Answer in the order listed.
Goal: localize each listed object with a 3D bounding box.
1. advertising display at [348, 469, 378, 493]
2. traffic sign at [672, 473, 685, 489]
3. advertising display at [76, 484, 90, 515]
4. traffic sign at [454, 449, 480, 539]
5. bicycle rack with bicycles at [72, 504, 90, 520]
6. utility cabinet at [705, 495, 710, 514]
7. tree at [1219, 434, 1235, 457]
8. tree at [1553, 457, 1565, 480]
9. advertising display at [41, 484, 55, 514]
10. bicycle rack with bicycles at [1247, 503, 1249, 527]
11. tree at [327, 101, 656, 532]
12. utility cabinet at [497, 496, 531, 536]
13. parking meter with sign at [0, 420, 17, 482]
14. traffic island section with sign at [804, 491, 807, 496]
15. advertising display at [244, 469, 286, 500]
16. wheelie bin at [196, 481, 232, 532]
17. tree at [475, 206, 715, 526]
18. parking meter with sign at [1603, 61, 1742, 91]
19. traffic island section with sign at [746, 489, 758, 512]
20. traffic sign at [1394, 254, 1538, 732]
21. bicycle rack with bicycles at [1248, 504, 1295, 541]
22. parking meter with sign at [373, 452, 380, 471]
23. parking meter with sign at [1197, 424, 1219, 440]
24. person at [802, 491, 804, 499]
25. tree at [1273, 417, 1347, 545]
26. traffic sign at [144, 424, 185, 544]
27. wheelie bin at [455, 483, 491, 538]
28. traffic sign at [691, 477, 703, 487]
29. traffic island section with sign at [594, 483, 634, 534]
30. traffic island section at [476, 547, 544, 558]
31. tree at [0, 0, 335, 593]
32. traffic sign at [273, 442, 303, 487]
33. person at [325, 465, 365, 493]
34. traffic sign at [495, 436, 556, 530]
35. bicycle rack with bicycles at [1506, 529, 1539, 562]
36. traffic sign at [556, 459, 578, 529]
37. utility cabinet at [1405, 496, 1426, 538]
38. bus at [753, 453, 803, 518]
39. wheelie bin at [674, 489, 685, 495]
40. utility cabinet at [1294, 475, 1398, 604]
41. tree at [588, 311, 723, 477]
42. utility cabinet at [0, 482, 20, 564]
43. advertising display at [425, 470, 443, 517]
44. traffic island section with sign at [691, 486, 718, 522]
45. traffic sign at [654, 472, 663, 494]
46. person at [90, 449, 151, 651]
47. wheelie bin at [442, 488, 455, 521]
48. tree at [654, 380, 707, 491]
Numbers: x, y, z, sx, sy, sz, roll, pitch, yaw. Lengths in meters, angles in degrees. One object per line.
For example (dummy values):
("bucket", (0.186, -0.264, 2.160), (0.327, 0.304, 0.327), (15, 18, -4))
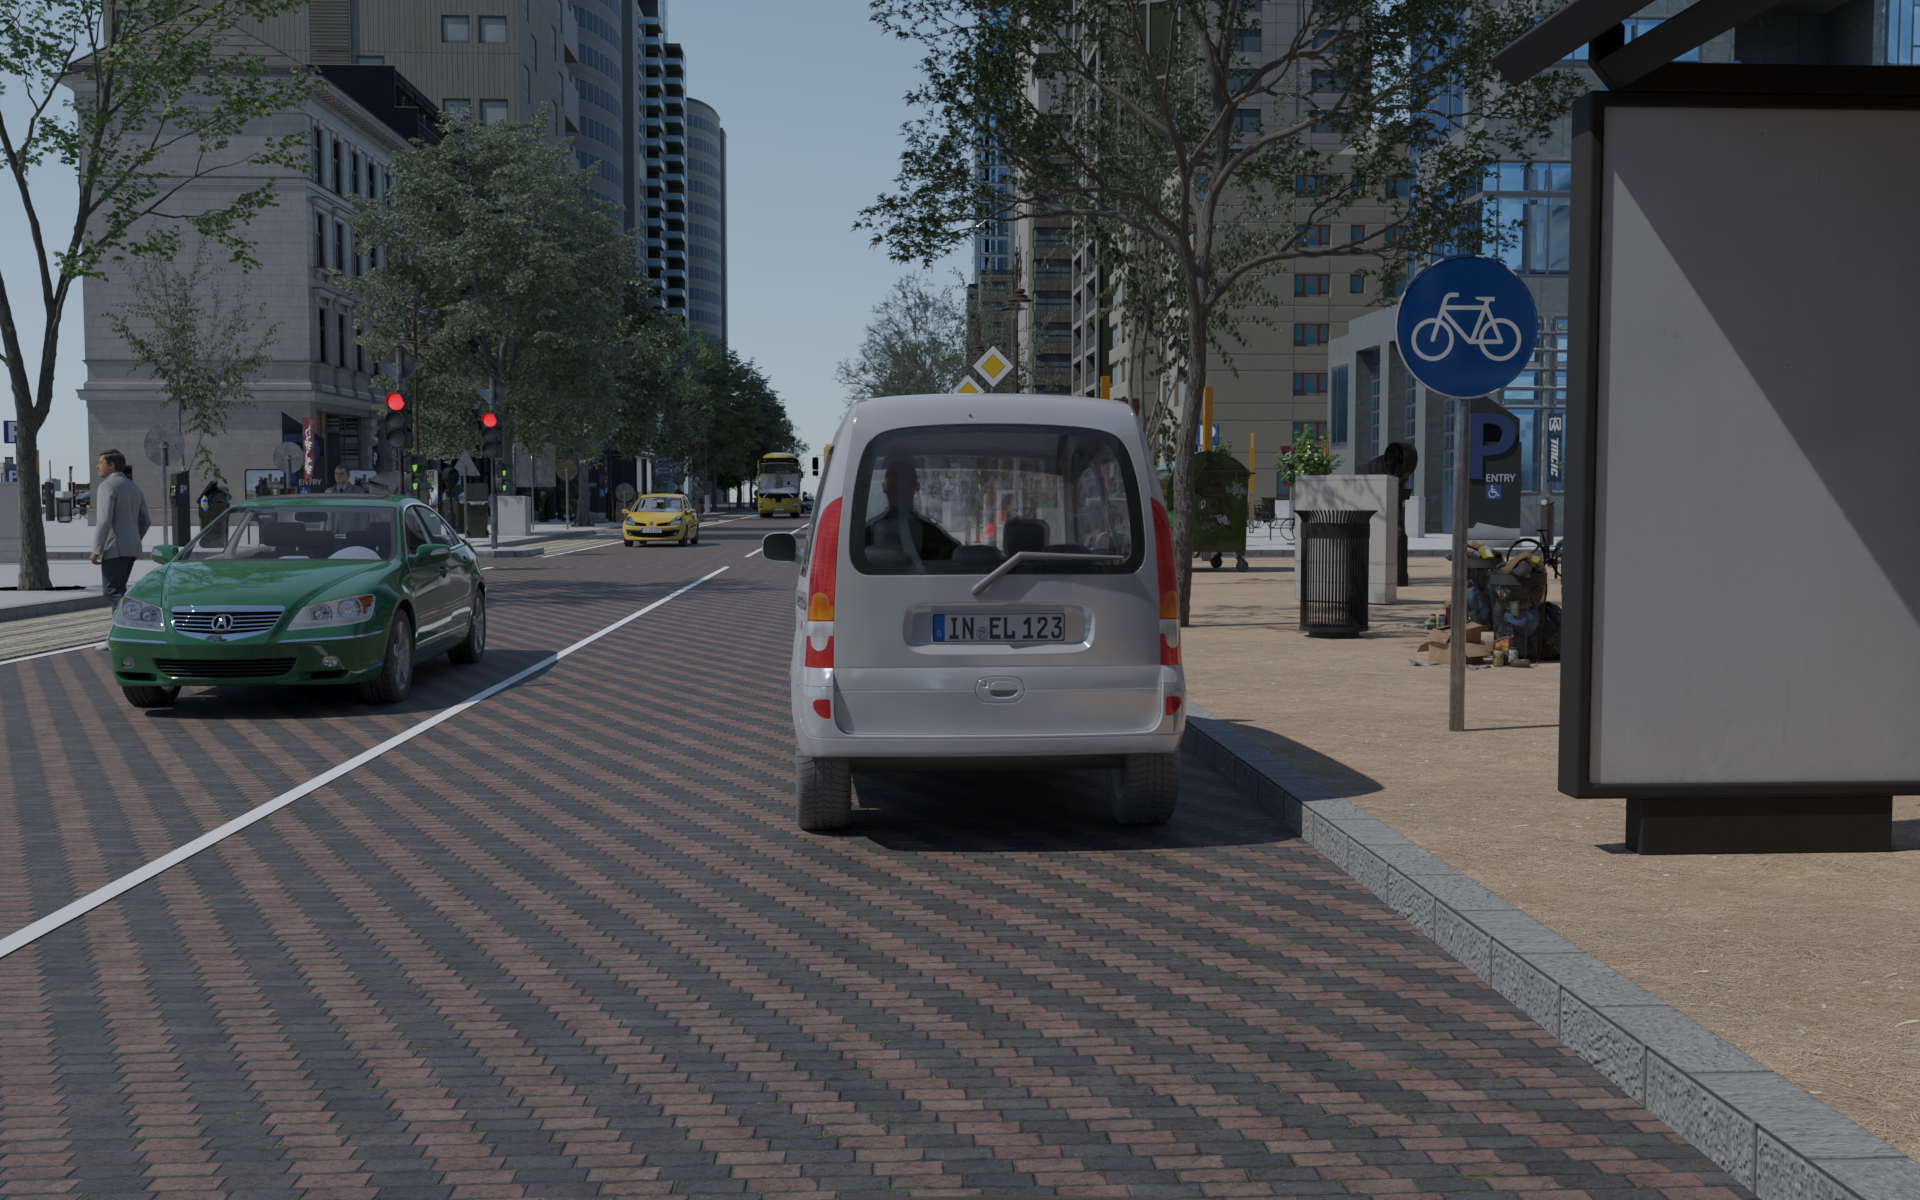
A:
("advertising display", (-15.491, -2.416, 44.715), (0.974, 1.923, 0.123), (-3, 5, -44))
("traffic sign", (-16.628, -6.261, 102.474), (0.768, 2.556, 0.104), (0, 4, -1))
("advertising display", (-54.299, -6.237, 107.194), (0.123, 1.923, 0.974), (3, 5, 41))
("traffic sign", (-14.216, -3.044, 49.768), (0.884, 2.594, 0.081), (0, 4, 4))
("bicycle rack with bicycles", (-43.246, -4.511, 87.140), (2.925, 0.926, 2.852), (-1, 4, -13))
("utility cabinet", (-16.555, -6.258, 113.476), (0.306, 1.237, 1.020), (-1, 4, -10))
("tree", (7.749, -3.471, 51.355), (1.663, 3.219, 1.824), (0, 3, 0))
("tree", (16.578, -3.102, 45.324), (1.663, 3.219, 1.824), (0, 3, 0))
("advertising display", (-57.604, -6.384, 109.585), (0.123, 1.923, 0.974), (2, 4, 32))
("bicycle rack with bicycles", (10.591, -3.151, 64.894), (2.925, 0.926, 2.852), (-1, 4, -22))
("tree", (-14.728, -9.099, 55.421), (9.857, 13.997, 8.962), (0, 3, 0))
("utility cabinet", (-13.671, -2.568, 53.152), (1.020, 1.237, 0.306), (1, 4, 20))
("parking meter with sign", (-22.852, -2.785, 41.794), (0.543, 3.016, 1.738), (-3, 4, -36))
("traffic island section with sign", (-22.261, -14.735, 249.541), (1.989, 1.847, 2.006), (0, 4, -3))
("advertising display", (-17.700, -2.383, 44.168), (0.974, 1.923, 0.123), (-1, 4, -17))
("wheelie bin", (-17.776, -2.044, 41.327), (0.693, 1.594, 0.980), (-1, 4, -10))
("tree", (-15.005, -9.291, 68.913), (9.611, 12.733, 9.660), (0, 3, 0))
("parking meter with sign", (3.386, -0.712, 7.902), (0.543, 3.016, 1.738), (2, 4, 33))
("traffic island section with sign", (-16.311, -8.050, 140.245), (1.989, 1.847, 2.006), (0, 4, -3))
("traffic sign", (2.691, -0.563, 9.305), (0.768, 2.556, 0.104), (0, 4, 0))
("bicycle rack with bicycles", (9.857, -2.062, 47.101), (2.925, 0.926, 2.852), (-1, 4, -16))
("parking meter with sign", (-23.371, -4.628, 71.925), (1.738, 3.016, 0.543), (-2, 4, -35))
("parking meter with sign", (5.814, -2.825, 42.443), (0.543, 3.016, 1.738), (2, 4, 25))
("person", (-21.257, -13.880, 235.417), (0.705, 1.826, 1.348), (1, 4, 10))
("tree", (8.626, -2.995, 43.570), (1.663, 3.219, 1.824), (0, 3, 0))
("traffic sign", (-14.501, -1.924, 31.569), (0.768, 2.556, 0.104), (0, 4, 5))
("wheelie bin", (-14.130, -2.607, 50.537), (0.980, 1.594, 0.693), (-1, 4, -19))
("traffic sign", (-17.236, -6.878, 113.640), (0.795, 2.450, 0.064), (0, 4, 4))
("traffic island section with sign", (-12.081, -3.294, 62.486), (1.989, 1.847, 2.006), (0, 4, -3))
("traffic island section", (-10.862, -1.105, 40.344), (2.009, 0.180, 2.903), (0, 4, -3))
("tree", (-12.352, -5.942, 22.904), (9.928, 11.665, 9.643), (0, 3, 0))
("traffic sign", (-16.357, -2.574, 42.198), (0.768, 2.556, 0.104), (0, 4, 2))
("person", (-8.016, -0.843, 22.383), (0.694, 1.812, 0.767), (0, 4, 5))
("traffic sign", (-15.388, -4.109, 61.052), (2.265, 3.308, 0.079), (0, 4, 1))
("bicycle rack with bicycles", (9.505, -0.728, 25.280), (2.925, 0.926, 2.852), (1, 4, 17))
("traffic sign", (-14.303, -3.850, 63.060), (0.768, 2.556, 0.104), (0, 4, -2))
("utility cabinet", (13.161, -2.424, 50.801), (0.306, 1.237, 1.020), (-2, 4, -34))
("bus", (-11.096, -7.061, 106.992), (2.896, 3.916, 12.252), (0, 4, -5))
("wheelie bin", (-16.193, -5.612, 99.667), (0.693, 1.594, 0.980), (-2, 4, -28))
("utility cabinet", (4.540, -0.715, 20.365), (1.173, 1.500, 0.318), (3, 5, 40))
("tree", (-17.074, -10.372, 95.339), (9.928, 11.665, 9.643), (0, 3, 0))
("utility cabinet", (-17.423, -1.401, 31.590), (1.173, 1.500, 0.318), (-2, 4, -25))
("advertising display", (-14.007, -2.504, 46.146), (0.123, 1.923, 0.974), (-3, 4, -36))
("traffic island section with sign", (-13.560, -4.961, 89.734), (1.989, 1.847, 2.006), (0, 4, -3))
("traffic sign", (-18.128, -6.307, 103.121), (0.884, 2.594, 0.081), (0, 4, 3))
("person", (-7.557, -0.451, 15.721), (0.795, 1.843, 0.661), (1, 4, 9))
("wheelie bin", (-16.205, -2.918, 55.625), (0.693, 1.594, 0.980), (1, 4, 21))
("tree", (-17.336, -9.535, 106.257), (4.360, 8.622, 3.978), (0, 3, 0))
